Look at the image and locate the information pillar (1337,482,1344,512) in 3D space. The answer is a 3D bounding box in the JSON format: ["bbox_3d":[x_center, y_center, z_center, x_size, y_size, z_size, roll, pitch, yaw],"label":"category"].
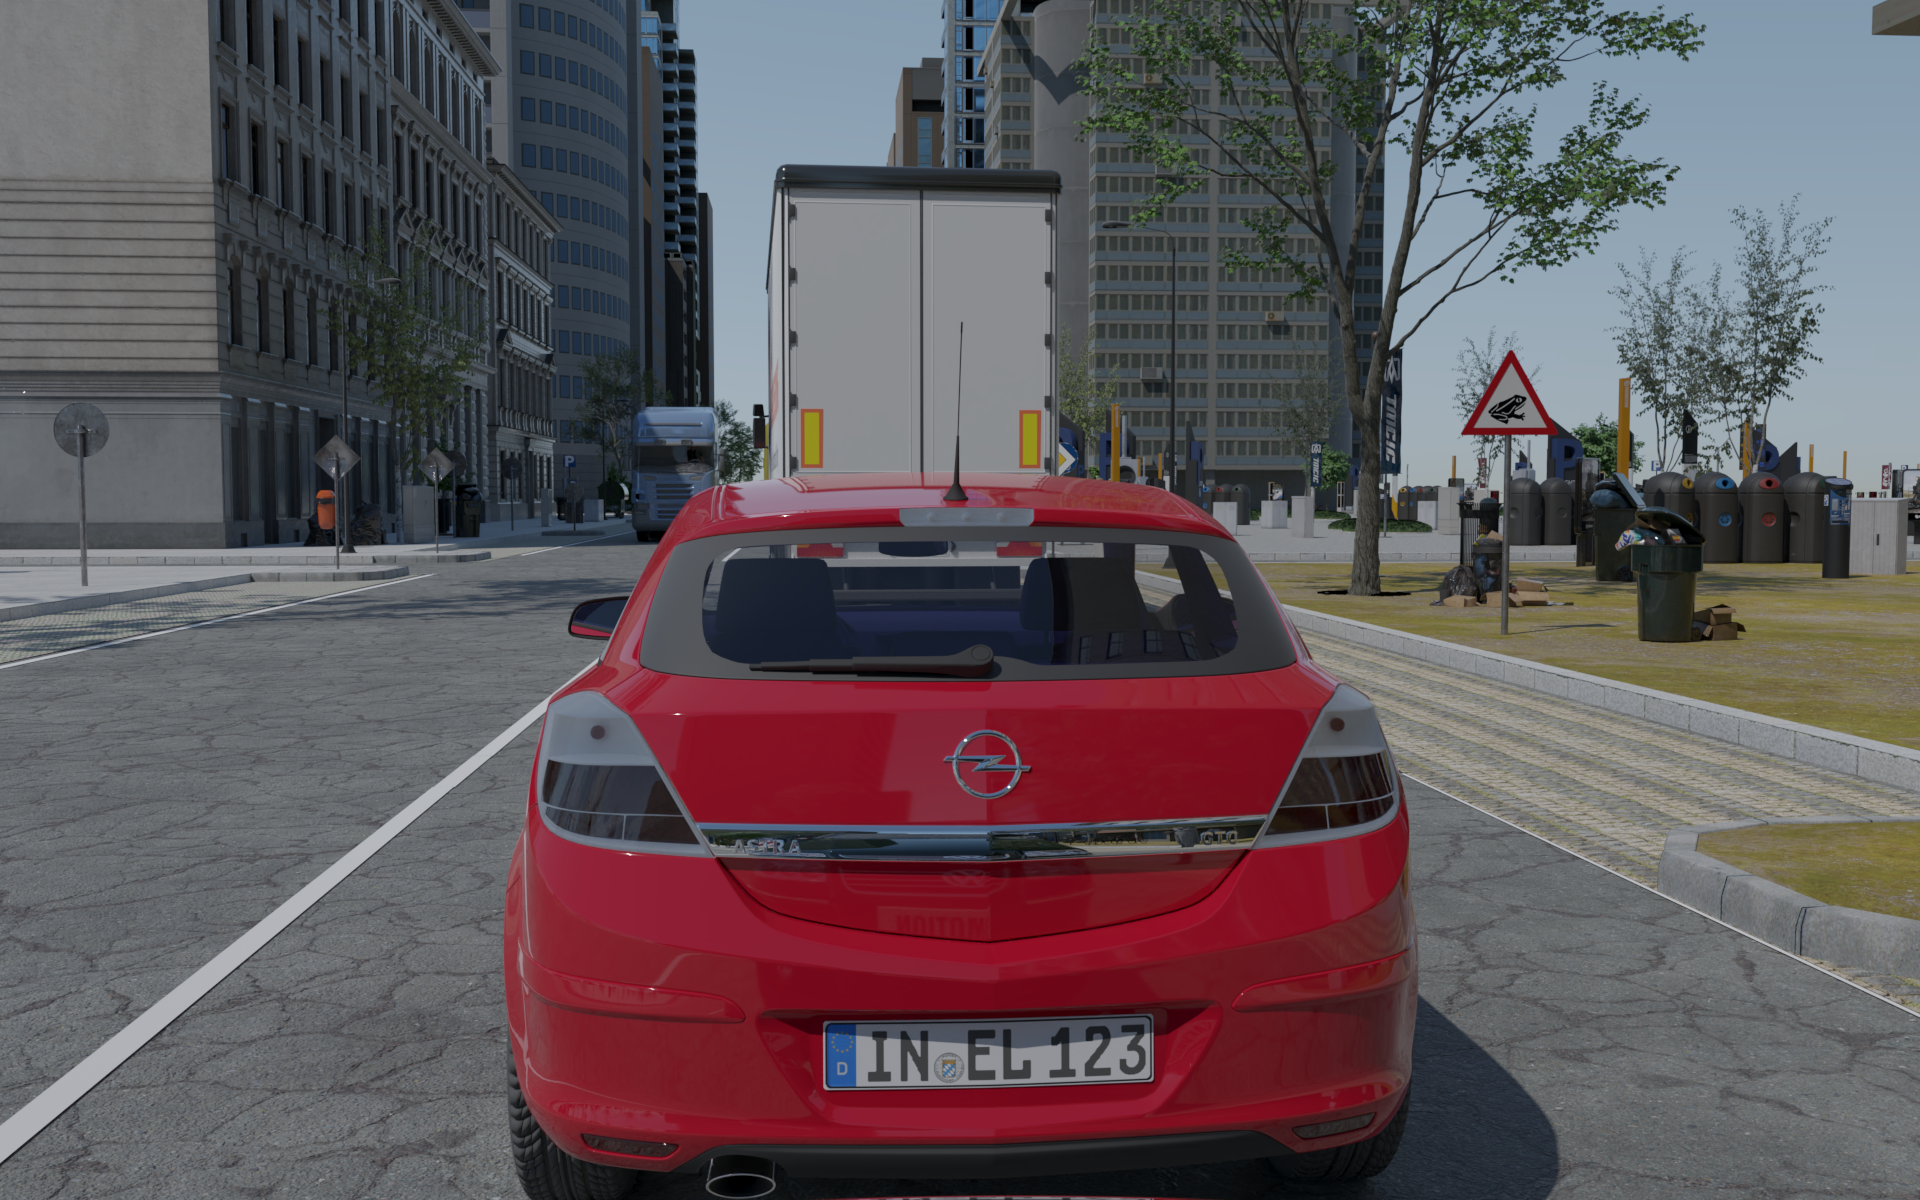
[{"bbox_3d":[23.151,-6.167,105.317,0.304,2.012,0.304,-3,4,-39],"label":"information pillar"}]

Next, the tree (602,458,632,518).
[{"bbox_3d":[-18.664,-6.018,92.988,1.663,3.219,1.824,0,3,0],"label":"tree"}]

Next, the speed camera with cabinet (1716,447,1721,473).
[{"bbox_3d":[31.830,-4.840,73.475,0.660,3.252,2.038,1,4,16],"label":"speed camera with cabinet"}]

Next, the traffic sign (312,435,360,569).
[{"bbox_3d":[-10.606,-1.580,29.480,0.795,2.450,0.064,0,4,-5],"label":"traffic sign"}]

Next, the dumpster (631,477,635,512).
[{"bbox_3d":[-18.720,-5.779,96.988,1.502,2.255,1.985,0,4,-5],"label":"dumpster"}]

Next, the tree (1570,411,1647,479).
[{"bbox_3d":[25.406,-5.205,68.810,4.285,4.588,4.351,0,3,0],"label":"tree"}]

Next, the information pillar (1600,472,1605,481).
[{"bbox_3d":[21.160,-3.238,57.440,0.304,2.012,0.304,-1,4,-11],"label":"information pillar"}]

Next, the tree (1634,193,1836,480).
[{"bbox_3d":[19.639,-5.664,42.976,4.360,8.622,3.978,0,3,0],"label":"tree"}]

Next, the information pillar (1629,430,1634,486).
[{"bbox_3d":[21.703,-3.979,56.411,0.183,3.616,0.504,-2,4,-26],"label":"information pillar"}]

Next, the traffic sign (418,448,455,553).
[{"bbox_3d":[-11.311,-2.067,37.434,0.795,2.450,0.064,0,4,-5],"label":"traffic sign"}]

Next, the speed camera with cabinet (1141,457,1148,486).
[{"bbox_3d":[9.370,-6.027,92.878,0.660,3.252,2.038,-1,4,-23],"label":"speed camera with cabinet"}]

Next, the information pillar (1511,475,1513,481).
[{"bbox_3d":[21.584,-3.869,67.752,0.304,2.012,0.304,0,4,6],"label":"information pillar"}]

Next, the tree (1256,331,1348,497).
[{"bbox_3d":[15.548,-7.753,77.128,4.360,8.622,3.978,0,3,0],"label":"tree"}]

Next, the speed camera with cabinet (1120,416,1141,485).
[{"bbox_3d":[3.441,-3.012,43.580,2.038,3.252,0.660,0,4,4],"label":"speed camera with cabinet"}]

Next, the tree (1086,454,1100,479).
[{"bbox_3d":[5.338,-4.203,63.326,1.663,3.219,1.824,0,3,0],"label":"tree"}]

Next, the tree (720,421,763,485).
[{"bbox_3d":[-33.797,-21.426,268.437,7.486,12.596,7.792,0,3,0],"label":"tree"}]

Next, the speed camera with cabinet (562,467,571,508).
[{"bbox_3d":[-20.981,-6.046,93.194,0.660,3.252,2.038,-1,4,-19],"label":"speed camera with cabinet"}]

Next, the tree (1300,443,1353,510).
[{"bbox_3d":[23.265,-7.724,110.008,4.285,4.588,4.351,0,3,0],"label":"tree"}]

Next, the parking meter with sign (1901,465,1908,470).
[{"bbox_3d":[57.275,-6.570,103.673,1.738,3.016,0.543,0,4,-6],"label":"parking meter with sign"}]

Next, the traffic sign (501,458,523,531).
[{"bbox_3d":[-15.638,-3.690,60.444,0.768,2.556,0.104,0,4,0],"label":"traffic sign"}]

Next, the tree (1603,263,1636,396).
[{"bbox_3d":[20.994,-6.159,51.065,4.360,8.622,3.978,0,3,0],"label":"tree"}]

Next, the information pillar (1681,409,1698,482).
[{"bbox_3d":[20.022,-3.439,47.579,0.504,3.616,0.183,-1,4,-21],"label":"information pillar"}]

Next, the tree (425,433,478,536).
[{"bbox_3d":[-15.959,-3.600,53.463,1.663,3.219,1.824,0,3,0],"label":"tree"}]

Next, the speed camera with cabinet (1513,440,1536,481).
[{"bbox_3d":[21.155,-4.249,63.806,2.038,3.252,0.660,-3,5,-40],"label":"speed camera with cabinet"}]

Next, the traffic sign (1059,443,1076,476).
[{"bbox_3d":[1.642,-1.645,30.541,0.795,2.450,0.064,0,4,-5],"label":"traffic sign"}]

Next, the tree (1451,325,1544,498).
[{"bbox_3d":[23.579,-7.728,76.720,4.360,8.622,3.978,0,3,0],"label":"tree"}]

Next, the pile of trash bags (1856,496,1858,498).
[{"bbox_3d":[34.219,-3.404,65.416,3.447,1.369,1.912,0,4,-5],"label":"pile of trash bags"}]

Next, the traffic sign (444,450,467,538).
[{"bbox_3d":[-14.683,-3.066,50.233,0.768,2.556,0.104,0,4,5],"label":"traffic sign"}]

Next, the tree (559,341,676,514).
[{"bbox_3d":[-20.264,-10.402,104.492,8.767,10.594,7.601,1,4,18],"label":"tree"}]

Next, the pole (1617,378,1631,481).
[{"bbox_3d":[11.693,-2.245,30.553,0.158,3.312,0.155,0,3,0],"label":"pole"}]

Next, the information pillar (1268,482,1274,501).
[{"bbox_3d":[19.489,-6.360,108.485,0.304,2.012,0.304,0,4,-3],"label":"information pillar"}]

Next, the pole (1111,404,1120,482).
[{"bbox_3d":[3.531,-2.783,39.346,0.158,3.312,0.155,0,3,0],"label":"pole"}]

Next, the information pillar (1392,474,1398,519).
[{"bbox_3d":[19.933,-5.381,79.336,0.183,3.616,0.504,0,4,-7],"label":"information pillar"}]

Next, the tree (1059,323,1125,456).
[{"bbox_3d":[4.990,-7.645,75.350,4.737,8.622,4.395,0,3,0],"label":"tree"}]

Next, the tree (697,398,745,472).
[{"bbox_3d":[-26.869,-16.015,187.606,9.928,11.665,9.643,0,3,0],"label":"tree"}]

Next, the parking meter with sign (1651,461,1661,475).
[{"bbox_3d":[36.319,-5.700,89.450,0.543,3.016,1.738,0,4,-2],"label":"parking meter with sign"}]

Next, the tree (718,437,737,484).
[{"bbox_3d":[-28.662,-15.700,207.062,4.360,8.622,3.978,0,3,0],"label":"tree"}]

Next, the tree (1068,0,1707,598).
[{"bbox_3d":[5.066,-5.856,21.506,9.928,11.665,9.643,0,3,0],"label":"tree"}]

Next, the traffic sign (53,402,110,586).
[{"bbox_3d":[-12.185,-1.464,24.035,0.768,2.556,0.104,0,4,-1],"label":"traffic sign"}]

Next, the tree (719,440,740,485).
[{"bbox_3d":[-30.001,-16.580,221.452,4.737,8.622,4.395,0,3,0],"label":"tree"}]

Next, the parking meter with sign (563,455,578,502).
[{"bbox_3d":[-17.165,-4.913,76.583,0.543,3.016,1.738,-1,4,-19],"label":"parking meter with sign"}]

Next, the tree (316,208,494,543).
[{"bbox_3d":[-14.626,-5.832,45.711,4.737,8.622,4.395,0,3,0],"label":"tree"}]

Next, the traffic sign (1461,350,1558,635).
[{"bbox_3d":[4.963,-0.961,15.713,0.884,2.594,0.081,0,4,-2],"label":"traffic sign"}]

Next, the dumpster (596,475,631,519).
[{"bbox_3d":[-18.064,-5.347,89.921,1.502,2.255,1.985,0,4,-5],"label":"dumpster"}]

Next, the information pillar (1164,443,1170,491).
[{"bbox_3d":[9.482,-5.376,79.246,0.183,3.616,0.504,-2,4,-25],"label":"information pillar"}]

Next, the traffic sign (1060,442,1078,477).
[{"bbox_3d":[2.527,-2.612,42.805,0.768,2.556,0.104,0,4,-2],"label":"traffic sign"}]
